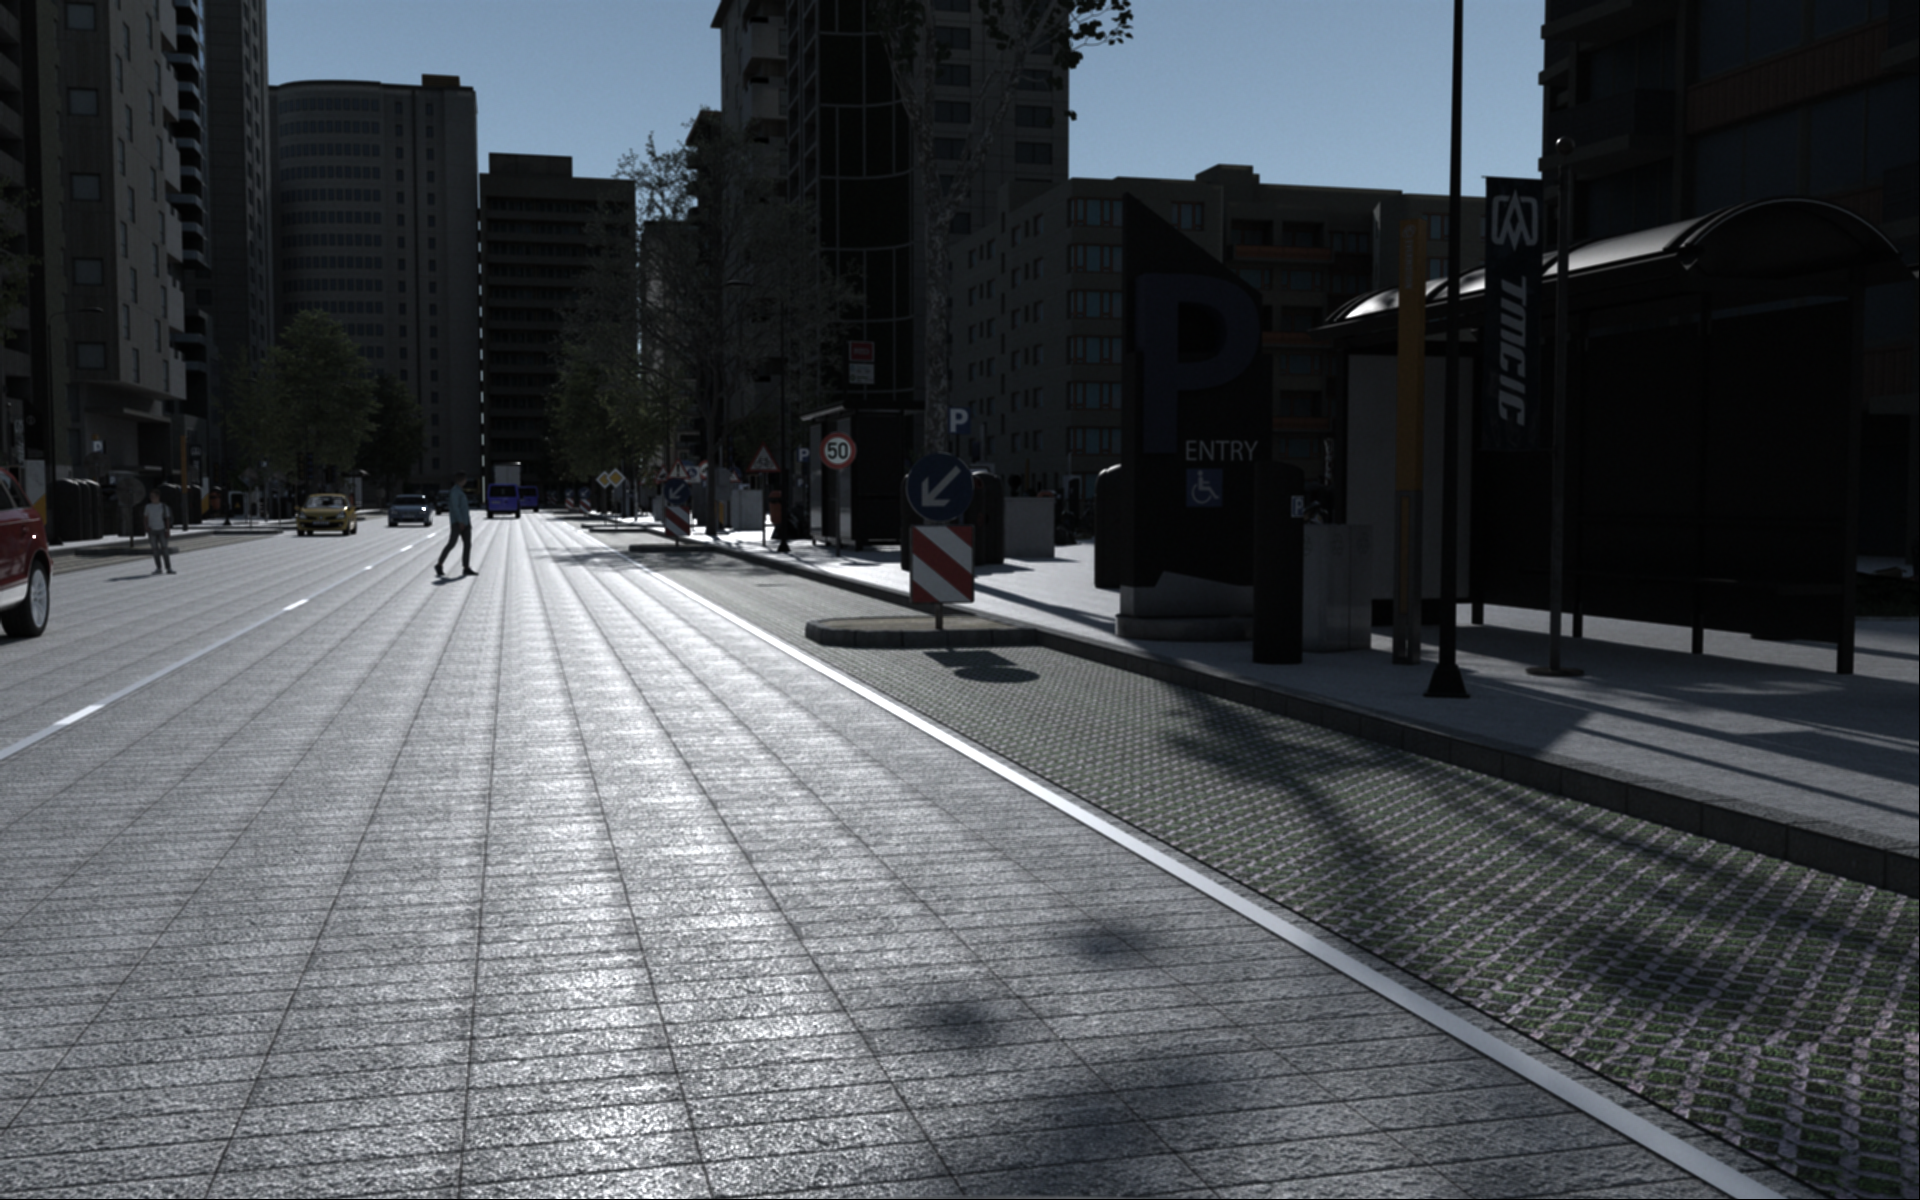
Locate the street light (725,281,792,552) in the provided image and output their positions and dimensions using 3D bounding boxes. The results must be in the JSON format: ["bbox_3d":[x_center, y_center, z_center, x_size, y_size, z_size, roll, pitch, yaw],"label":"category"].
[{"bbox_3d":[-4.427,-4.006,38.039,1.470,5.913,1.316,-1,4,-14],"label":"street light"}]

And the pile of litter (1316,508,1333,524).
[{"bbox_3d":[10.854,-2.349,52.374,1.719,0.858,1.176,1,4,17],"label":"pile of litter"}]

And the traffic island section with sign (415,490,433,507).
[{"bbox_3d":[-52.808,-9.822,169.218,1.989,1.847,2.006,-1,4,-14],"label":"traffic island section with sign"}]

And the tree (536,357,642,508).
[{"bbox_3d":[-32.733,-15.185,154.935,9.857,13.997,8.962,0,3,0],"label":"tree"}]

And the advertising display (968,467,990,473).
[{"bbox_3d":[0.214,-2.172,40.731,0.974,1.923,0.123,0,4,-2],"label":"advertising display"}]

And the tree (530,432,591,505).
[{"bbox_3d":[-46.262,-17.679,206.054,9.611,12.733,9.660,0,3,0],"label":"tree"}]

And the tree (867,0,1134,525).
[{"bbox_3d":[0.920,-10.406,26.019,12.611,20.169,13.585,0,3,0],"label":"tree"}]

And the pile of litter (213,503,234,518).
[{"bbox_3d":[-39.829,-4.856,93.357,1.176,0.858,1.719,1,4,18],"label":"pile of litter"}]

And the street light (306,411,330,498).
[{"bbox_3d":[-36.061,-7.626,97.227,1.470,5.913,1.316,-1,4,-14],"label":"street light"}]

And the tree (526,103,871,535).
[{"bbox_3d":[-7.716,-8.785,54.004,12.009,13.543,11.850,0,3,0],"label":"tree"}]

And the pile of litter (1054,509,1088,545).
[{"bbox_3d":[2.193,-1.839,44.040,1.719,0.858,1.176,2,4,23],"label":"pile of litter"}]

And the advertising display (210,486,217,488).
[{"bbox_3d":[-58.912,-8.049,136.817,0.123,1.923,0.974,0,4,2],"label":"advertising display"}]

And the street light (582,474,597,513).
[{"bbox_3d":[-25.450,-8.966,119.142,1.470,5.913,1.316,-1,4,-14],"label":"street light"}]

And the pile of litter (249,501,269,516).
[{"bbox_3d":[-41.362,-5.390,102.087,1.176,0.858,1.719,0,4,-4],"label":"pile of litter"}]

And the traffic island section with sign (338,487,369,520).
[{"bbox_3d":[-33.410,-5.228,94.112,1.989,1.847,2.006,-1,4,-14],"label":"traffic island section with sign"}]

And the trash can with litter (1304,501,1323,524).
[{"bbox_3d":[5.459,-1.049,28.540,1.055,1.170,0.624,1,4,15],"label":"trash can with litter"}]

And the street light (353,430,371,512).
[{"bbox_3d":[-43.103,-9.307,124.716,1.470,5.913,1.316,-1,4,-14],"label":"street light"}]

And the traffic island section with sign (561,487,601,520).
[{"bbox_3d":[-21.287,-5.445,97.647,1.989,1.847,2.006,-1,4,-14],"label":"traffic island section with sign"}]

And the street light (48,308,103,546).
[{"bbox_3d":[-22.086,-4.326,43.265,1.470,5.913,1.316,-1,4,-14],"label":"street light"}]

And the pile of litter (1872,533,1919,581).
[{"bbox_3d":[12.589,-0.548,22.933,1.719,0.858,1.176,0,4,-5],"label":"pile of litter"}]

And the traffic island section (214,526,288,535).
[{"bbox_3d":[-25.496,-2.443,62.227,2.009,0.180,2.903,-1,4,-14],"label":"traffic island section"}]

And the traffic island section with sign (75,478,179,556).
[{"bbox_3d":[-19.715,-1.986,41.107,1.989,1.847,2.006,-1,4,-14],"label":"traffic island section with sign"}]

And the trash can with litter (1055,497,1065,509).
[{"bbox_3d":[5.558,-4.957,92.430,1.055,1.170,0.624,-1,4,-11],"label":"trash can with litter"}]

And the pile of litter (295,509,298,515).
[{"bbox_3d":[-42.027,-5.725,107.563,1.719,0.858,1.176,1,4,20],"label":"pile of litter"}]

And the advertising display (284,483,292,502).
[{"bbox_3d":[-38.453,-5.698,98.377,0.974,1.923,0.123,0,4,0],"label":"advertising display"}]

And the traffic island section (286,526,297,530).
[{"bbox_3d":[-27.493,-2.916,69.959,2.009,0.180,2.903,-1,4,-14],"label":"traffic island section"}]

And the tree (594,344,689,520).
[{"bbox_3d":[-15.572,-8.188,84.237,4.360,8.622,3.978,0,3,0],"label":"tree"}]

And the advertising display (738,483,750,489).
[{"bbox_3d":[-12.557,-5.903,101.721,0.974,1.923,0.123,0,4,7],"label":"advertising display"}]

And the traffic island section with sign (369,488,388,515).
[{"bbox_3d":[-40.217,-6.841,120.474,1.989,1.847,2.006,-1,4,-14],"label":"traffic island section with sign"}]

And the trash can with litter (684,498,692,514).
[{"bbox_3d":[-18.527,-6.518,117.627,1.678,1.210,2.233,-2,4,-30],"label":"trash can with litter"}]

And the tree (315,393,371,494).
[{"bbox_3d":[-43.642,-10.394,120.303,4.737,8.622,4.395,0,3,0],"label":"tree"}]

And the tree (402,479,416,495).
[{"bbox_3d":[-62.968,-12.370,196.848,1.663,3.219,1.824,0,3,0],"label":"tree"}]

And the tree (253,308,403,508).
[{"bbox_3d":[-39.049,-11.485,105.909,7.486,12.596,7.792,0,3,0],"label":"tree"}]

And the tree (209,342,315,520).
[{"bbox_3d":[-34.113,-8.171,83.956,4.737,8.622,4.395,0,3,0],"label":"tree"}]

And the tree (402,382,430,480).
[{"bbox_3d":[-53.168,-14.915,161.988,7.486,12.596,7.792,0,3,0],"label":"tree"}]

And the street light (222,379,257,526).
[{"bbox_3d":[-29.079,-5.957,69.933,1.470,5.913,1.316,-1,4,-14],"label":"street light"}]

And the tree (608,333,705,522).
[{"bbox_3d":[-13.769,-7.844,78.618,4.737,8.622,4.395,0,3,0],"label":"tree"}]

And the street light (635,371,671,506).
[{"bbox_3d":[-11.579,-5.689,65.557,1.470,5.913,1.316,-1,4,-14],"label":"street light"}]

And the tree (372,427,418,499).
[{"bbox_3d":[-57.163,-13.604,172.788,4.737,8.622,4.395,0,3,0],"label":"tree"}]

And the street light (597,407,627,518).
[{"bbox_3d":[-18.488,-7.330,92.392,1.470,5.913,1.316,-1,4,-14],"label":"street light"}]

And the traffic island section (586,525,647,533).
[{"bbox_3d":[-12.963,-2.640,65.446,2.009,0.180,2.903,-1,4,-14],"label":"traffic island section"}]

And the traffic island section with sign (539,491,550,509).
[{"bbox_3d":[-40.419,-9.975,171.711,1.989,1.847,2.006,-1,4,-14],"label":"traffic island section with sign"}]

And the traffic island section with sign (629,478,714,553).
[{"bbox_3d":[-7.226,-2.112,43.165,1.989,1.847,2.006,-1,4,-14],"label":"traffic island section with sign"}]

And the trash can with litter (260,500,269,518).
[{"bbox_3d":[-37.949,-5.116,95.026,1.055,1.170,0.624,-2,4,-34],"label":"trash can with litter"}]

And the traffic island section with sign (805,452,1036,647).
[{"bbox_3d":[-0.475,-0.516,17.066,1.989,1.847,2.006,-1,4,-14],"label":"traffic island section with sign"}]

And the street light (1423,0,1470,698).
[{"bbox_3d":[2.575,-2.336,10.728,1.470,5.913,1.316,-1,4,-14],"label":"street light"}]

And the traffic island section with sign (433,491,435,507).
[{"bbox_3d":[-59.615,-11.436,195.606,1.989,1.847,2.006,-1,4,-14],"label":"traffic island section with sign"}]

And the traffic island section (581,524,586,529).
[{"bbox_3d":[-14.960,-3.113,73.179,2.009,0.180,2.903,-1,4,-14],"label":"traffic island section"}]

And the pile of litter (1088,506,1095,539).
[{"bbox_3d":[3.334,-2.176,49.544,1.176,0.858,1.719,2,4,33],"label":"pile of litter"}]

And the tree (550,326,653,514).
[{"bbox_3d":[-23.206,-11.968,113.807,7.486,12.596,7.792,0,3,0],"label":"tree"}]

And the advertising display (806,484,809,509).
[{"bbox_3d":[-10.110,-6.439,110.497,0.974,1.923,0.123,1,4,14],"label":"advertising display"}]

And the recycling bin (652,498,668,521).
[{"bbox_3d":[-14.192,-4.281,82.545,0.722,1.027,0.722,-1,4,-18],"label":"recycling bin"}]

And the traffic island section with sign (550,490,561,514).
[{"bbox_3d":[-28.161,-7.073,124.278,1.989,1.847,2.006,-1,4,-14],"label":"traffic island section with sign"}]

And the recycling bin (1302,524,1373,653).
[{"bbox_3d":[2.934,-0.113,14.399,0.722,1.027,0.722,-3,5,-43],"label":"recycling bin"}]
